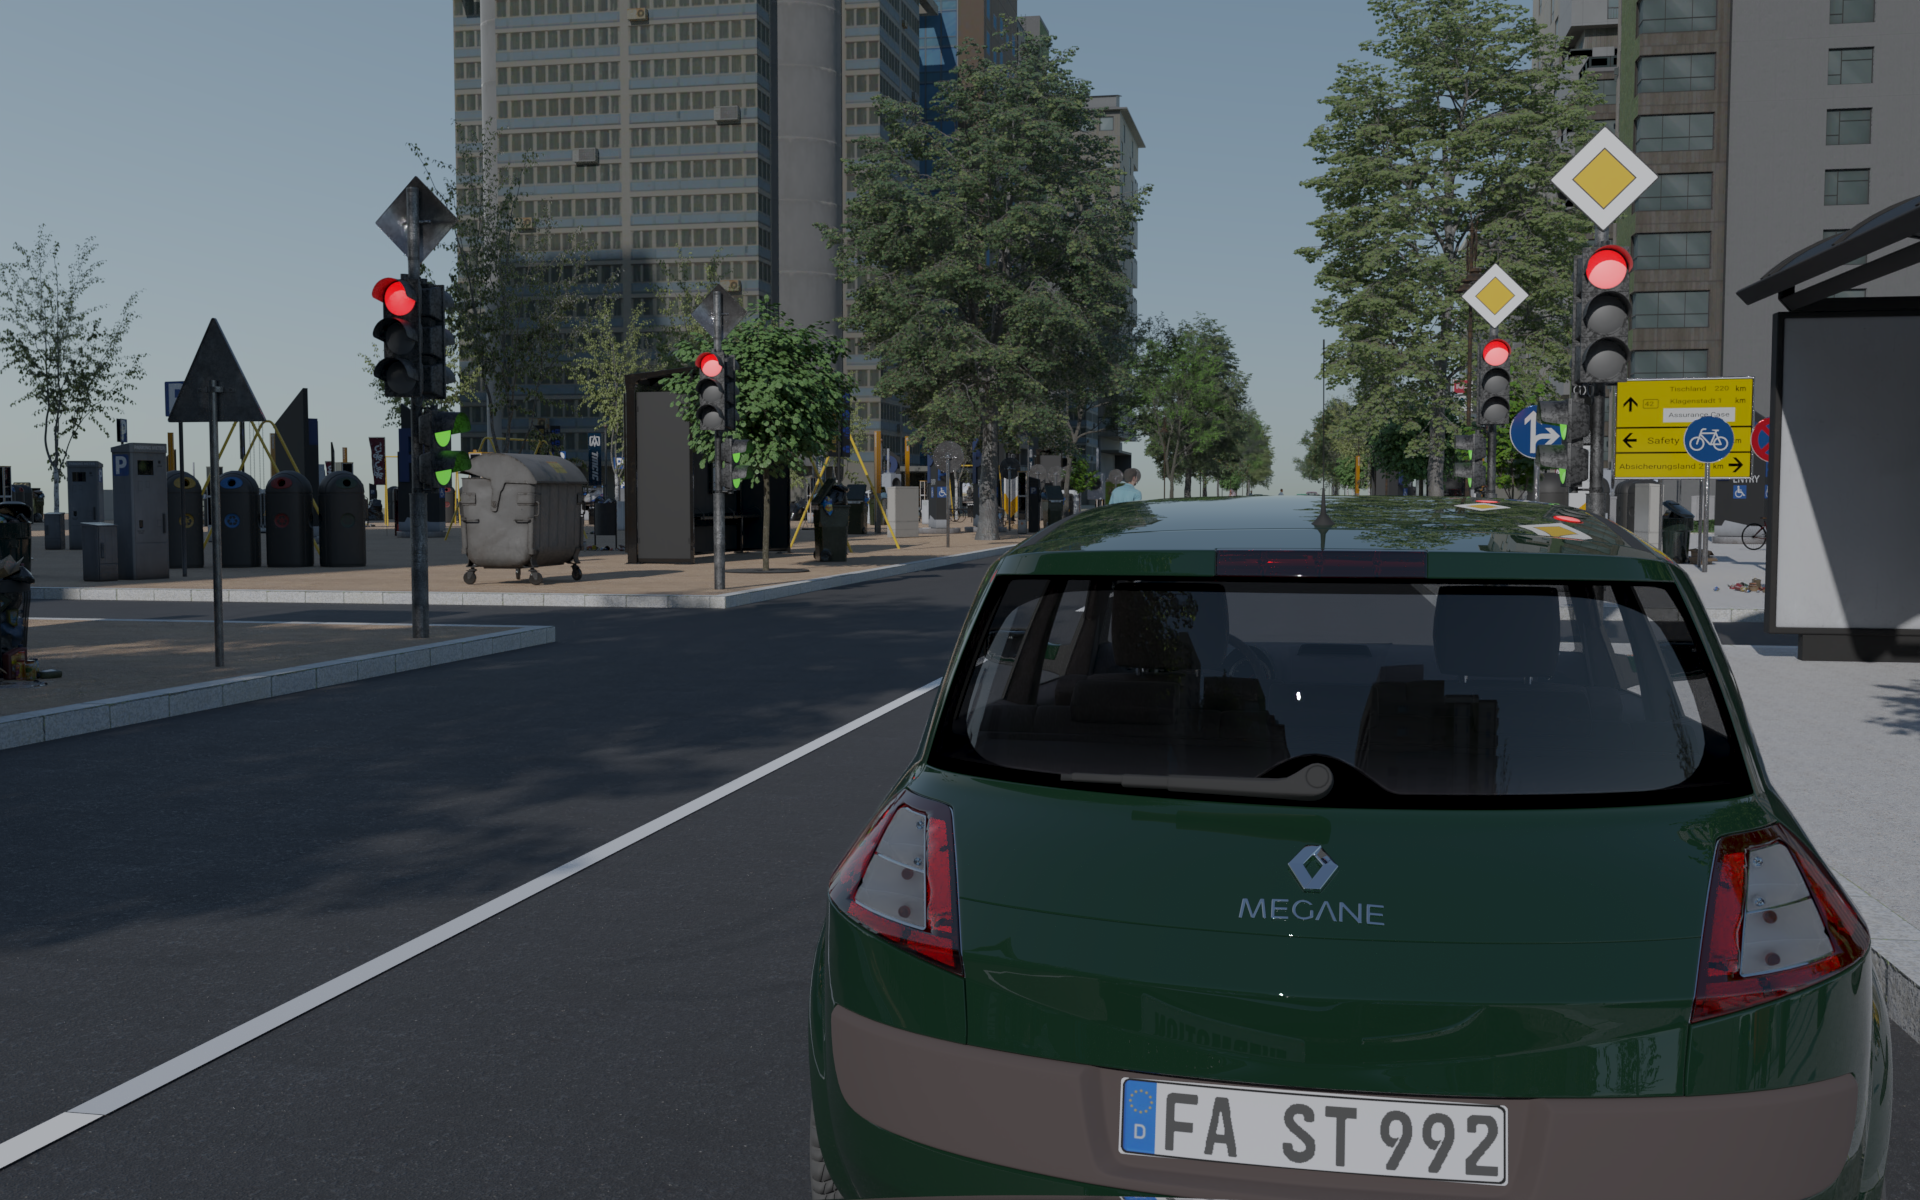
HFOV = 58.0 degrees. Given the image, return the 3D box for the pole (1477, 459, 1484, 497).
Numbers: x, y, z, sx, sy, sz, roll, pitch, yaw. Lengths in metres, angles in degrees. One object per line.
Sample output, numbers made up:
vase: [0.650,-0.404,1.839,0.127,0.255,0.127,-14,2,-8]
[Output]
pole: [18.746,-4.191,62.359,0.158,3.312,0.155,0,3,0]

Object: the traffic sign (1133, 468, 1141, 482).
traffic sign: [8.439,-5.158,84.434,0.768,2.556,0.104,1,4,18]

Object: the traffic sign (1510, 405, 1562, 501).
traffic sign: [8.260,-1.511,24.817,0.768,2.556,0.104,1,4,16]

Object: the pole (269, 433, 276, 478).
pole: [-22.981,-3.922,57.964,0.158,3.312,0.155,0,3,0]

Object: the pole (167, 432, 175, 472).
pole: [-26.081,-3.882,57.313,0.158,3.312,0.155,0,3,0]

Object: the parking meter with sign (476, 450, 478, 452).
parking meter with sign: [-18.504,-4.483,69.563,1.738,3.016,0.543,-1,4,-16]

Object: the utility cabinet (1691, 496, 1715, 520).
utility cabinet: [29.559,-3.534,68.945,1.020,1.237,0.306,-2,4,-28]

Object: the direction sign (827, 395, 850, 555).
direction sign: [-2.549,-2.719,36.452,0.379,3.537,0.876,2,4,28]

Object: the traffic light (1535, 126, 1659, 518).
traffic light: [4.918,-1.498,13.406,0.839,4.253,0.868,1,4,11]

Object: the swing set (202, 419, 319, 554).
swing set: [-14.282,-2.303,35.271,2.862,2.851,3.119,-1,4,-13]

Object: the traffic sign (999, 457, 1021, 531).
traffic sign: [1.727,-3.679,60.251,0.768,2.556,0.104,1,4,15]

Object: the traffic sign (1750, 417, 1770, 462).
traffic sign: [13.254,-1.719,28.212,0.768,2.556,0.104,1,4,12]

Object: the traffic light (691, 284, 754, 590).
traffic light: [-3.215,-2.095,23.177,0.839,4.253,0.868,1,4,11]

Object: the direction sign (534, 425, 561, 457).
direction sign: [-13.614,-3.990,57.238,0.876,3.537,0.379,-2,4,-32]

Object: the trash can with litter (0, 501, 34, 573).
trash can with litter: [-14.722,-0.946,26.855,0.624,1.170,1.055,-2,4,-27]

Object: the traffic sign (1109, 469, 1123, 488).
traffic sign: [7.940,-5.395,88.320,0.768,2.556,0.104,1,4,16]

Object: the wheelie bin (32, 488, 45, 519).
wheelie bin: [-46.662,-4.866,87.463,0.693,1.594,0.980,1,4,22]

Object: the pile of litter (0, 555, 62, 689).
pile of litter: [-6.886,0.123,11.948,1.176,0.858,1.719,-2,4,-32]

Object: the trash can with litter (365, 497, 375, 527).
trash can with litter: [-23.864,-3.478,67.921,1.678,1.210,2.233,3,5,41]

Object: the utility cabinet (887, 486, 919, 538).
utility cabinet: [-1.677,-2.574,50.770,0.318,1.500,1.173,2,4,34]

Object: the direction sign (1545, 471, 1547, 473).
direction sign: [15.714,-3.331,46.467,0.876,3.537,0.379,-2,4,-26]

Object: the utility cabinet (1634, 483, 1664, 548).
utility cabinet: [14.607,-1.714,36.701,0.318,1.500,1.173,0,4,8]

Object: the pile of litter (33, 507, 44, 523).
pile of litter: [-41.759,-3.876,77.340,1.719,0.858,1.176,-3,4,-38]

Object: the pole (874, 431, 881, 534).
pole: [-2.669,-3.810,56.139,0.158,3.312,0.155,0,3,0]

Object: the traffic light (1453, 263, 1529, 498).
traffic light: [6.503,-1.976,21.233,0.839,4.253,0.868,1,4,11]

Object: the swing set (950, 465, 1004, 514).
swing set: [0.835,-5.858,93.391,3.119,2.851,2.862,1,4,12]

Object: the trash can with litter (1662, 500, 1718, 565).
trash can with litter: [13.386,-1.247,31.778,0.624,1.170,1.055,-2,4,-35]

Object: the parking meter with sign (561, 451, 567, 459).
parking meter with sign: [-16.397,-4.504,69.895,0.543,3.016,1.738,0,4,5]

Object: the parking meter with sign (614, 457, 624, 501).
parking meter with sign: [-15.996,-5.309,83.058,0.543,3.016,1.738,1,4,11]

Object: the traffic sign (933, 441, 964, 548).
traffic sign: [-0.288,-2.532,41.505,0.768,2.556,0.104,1,4,15]

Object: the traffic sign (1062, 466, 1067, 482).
traffic sign: [4.861,-4.768,78.060,0.768,2.556,0.104,1,4,14]

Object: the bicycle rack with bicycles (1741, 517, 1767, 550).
bicycle rack with bicycles: [19.562,-1.562,38.921,2.852,0.926,2.925,-2,4,-27]

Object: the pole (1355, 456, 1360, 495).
pole: [21.292,-6.050,92.759,0.158,3.312,0.155,0,3,0]

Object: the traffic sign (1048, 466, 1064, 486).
traffic sign: [4.272,-4.724,77.337,0.768,2.556,0.104,1,4,17]

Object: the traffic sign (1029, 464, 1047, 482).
traffic sign: [3.308,-4.510,73.852,0.768,2.556,0.104,1,4,15]

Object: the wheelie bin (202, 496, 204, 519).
wheelie bin: [-37.200,-4.667,84.221,0.980,1.594,0.693,0,4,-4]

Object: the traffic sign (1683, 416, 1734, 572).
traffic sign: [12.197,-1.724,28.286,0.768,2.556,0.104,1,4,13]

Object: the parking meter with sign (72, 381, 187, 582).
parking meter with sign: [-12.355,-1.821,26.031,0.543,3.016,1.738,1,4,23]

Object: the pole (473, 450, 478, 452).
pole: [-22.339,-5.269,79.984,0.158,3.312,0.155,0,3,0]

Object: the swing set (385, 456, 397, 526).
swing set: [-22.357,-4.522,71.546,3.119,2.851,2.862,-1,4,-20]

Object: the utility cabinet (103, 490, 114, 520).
utility cabinet: [-41.641,-4.636,84.473,0.318,1.500,1.173,0,4,-2]

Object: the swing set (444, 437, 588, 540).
swing set: [-12.521,-3.120,48.635,2.862,2.851,3.119,1,4,18]

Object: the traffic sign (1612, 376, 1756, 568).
traffic sign: [12.602,-2.224,30.238,2.265,3.308,0.079,1,4,19]

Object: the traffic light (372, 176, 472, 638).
traffic light: [-4.800,-1.616,15.350,0.839,4.253,0.868,1,4,11]

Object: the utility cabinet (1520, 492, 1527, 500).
utility cabinet: [18.555,-2.863,55.484,1.173,1.500,0.318,0,4,2]

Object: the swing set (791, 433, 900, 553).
swing set: [-3.255,-2.560,39.482,2.862,2.851,3.119,1,4,19]

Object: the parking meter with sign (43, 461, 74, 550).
parking meter with sign: [-20.171,-2.671,39.933,1.738,3.016,0.543,-1,4,-11]

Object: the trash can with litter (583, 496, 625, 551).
trash can with litter: [-7.689,-1.721,39.199,2.233,1.210,1.678,1,4,9]

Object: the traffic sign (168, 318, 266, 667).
traffic sign: [-5.510,-0.784,12.816,0.884,2.594,0.081,1,4,19]

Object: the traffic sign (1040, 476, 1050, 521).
traffic sign: [3.838,-5.039,82.389,0.884,2.594,0.081,1,4,20]

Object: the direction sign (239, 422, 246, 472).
direction sign: [-15.858,-2.833,38.313,0.379,3.537,0.876,-2,4,-28]

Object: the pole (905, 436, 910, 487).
pole: [-1.862,-4.122,61.231,0.158,3.312,0.155,0,3,0]

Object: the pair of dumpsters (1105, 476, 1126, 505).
pair of dumpsters: [8.297,-5.515,92.666,1.574,2.255,4.437,1,4,12]

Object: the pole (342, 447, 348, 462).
pole: [-26.766,-4.991,75.444,0.158,3.312,0.155,0,3,0]

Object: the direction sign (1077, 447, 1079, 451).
direction sign: [5.702,-5.631,84.063,0.379,3.537,0.876,1,4,8]

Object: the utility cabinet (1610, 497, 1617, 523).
utility cabinet: [16.517,-2.053,44.732,1.020,1.237,0.306,-2,4,-35]

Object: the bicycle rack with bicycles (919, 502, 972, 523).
bicycle rack with bicycles: [-0.850,-3.978,78.428,2.925,0.926,2.852,-2,4,-25]

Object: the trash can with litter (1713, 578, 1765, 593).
trash can with litter: [10.800,-0.721,22.845,1.678,1.210,2.233,0,4,8]

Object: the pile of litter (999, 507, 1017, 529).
pile of litter: [1.708,-3.092,64.525,1.176,0.858,1.719,2,4,25]
